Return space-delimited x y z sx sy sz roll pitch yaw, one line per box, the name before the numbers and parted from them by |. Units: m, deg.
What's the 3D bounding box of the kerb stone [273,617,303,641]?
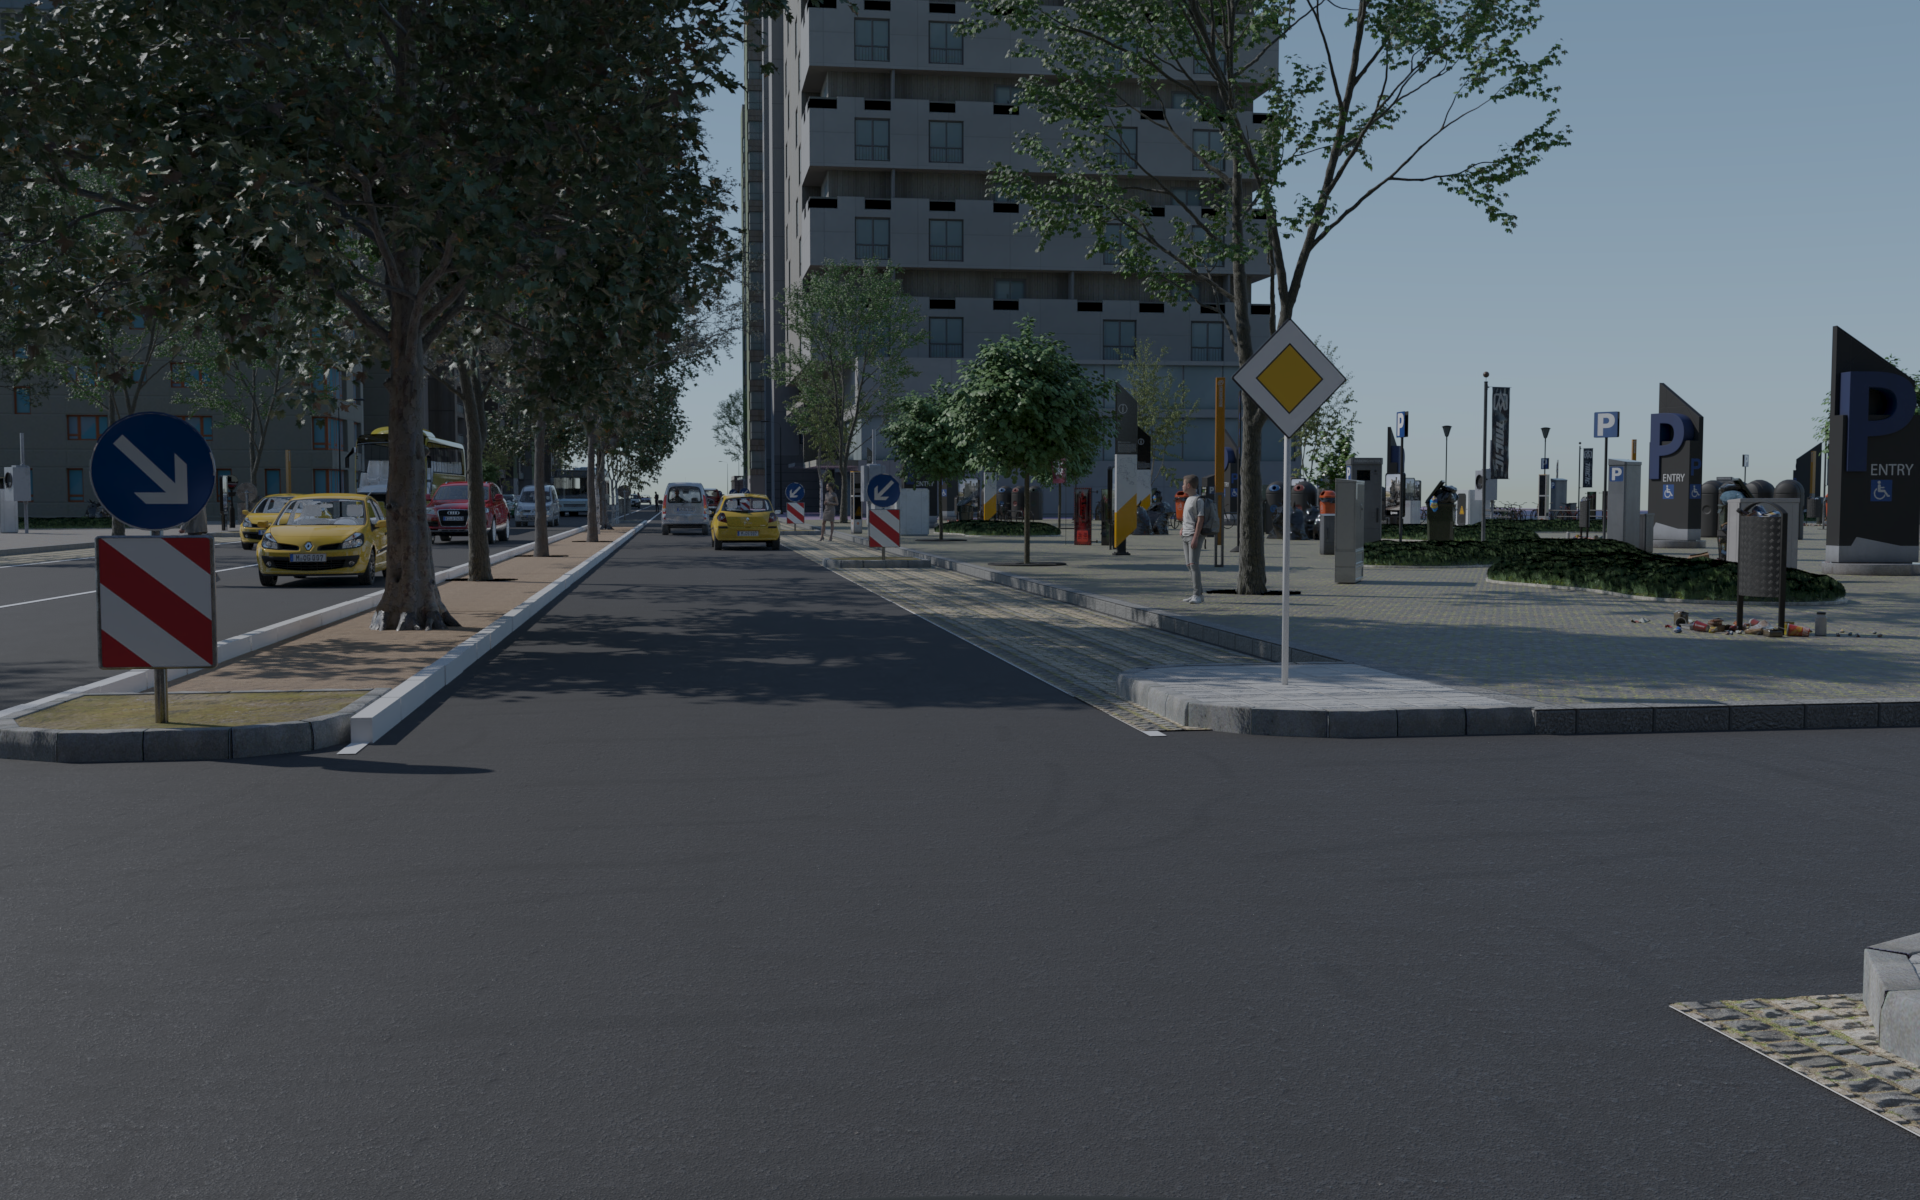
kerb stone | -6.717 0.306 17.189 0.120 0.150 1.000 -1 4 -9

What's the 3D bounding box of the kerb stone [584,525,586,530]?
kerb stone | -14.599 -2.727 66.791 0.120 0.150 1.000 -1 4 -9

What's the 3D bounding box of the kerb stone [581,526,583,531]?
kerb stone | -14.281 -2.602 64.757 0.120 0.150 1.000 -1 4 -9

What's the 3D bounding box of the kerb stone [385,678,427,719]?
kerb stone | -3.673 0.658 11.439 0.120 0.150 1.000 -1 4 -9

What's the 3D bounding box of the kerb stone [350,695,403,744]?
kerb stone | -3.511 0.720 10.430 0.120 0.150 1.000 -1 4 -9

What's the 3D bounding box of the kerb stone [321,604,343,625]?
kerb stone | -7.033 0.183 19.209 0.120 0.150 1.000 -1 4 -9

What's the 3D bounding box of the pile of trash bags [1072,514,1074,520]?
pile of trash bags | 7.089 -4.554 84.217 3.447 1.369 1.912 2 4 30

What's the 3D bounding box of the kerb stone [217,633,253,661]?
kerb stone | -6.397 0.430 15.160 0.120 0.150 1.000 -1 4 -9

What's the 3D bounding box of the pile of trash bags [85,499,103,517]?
pile of trash bags | -36.999 -4.118 77.088 3.447 1.369 1.912 -3 5 -40

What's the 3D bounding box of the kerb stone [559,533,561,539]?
kerb stone | -12.515 -1.922 53.625 0.120 0.150 1.000 -1 4 -9

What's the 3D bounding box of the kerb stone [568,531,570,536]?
kerb stone | -13.163 -2.170 57.679 0.120 0.150 1.000 -1 4 -9

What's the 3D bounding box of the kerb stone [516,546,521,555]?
kerb stone | -10.421 -1.115 40.466 0.120 0.150 1.000 -1 4 -9

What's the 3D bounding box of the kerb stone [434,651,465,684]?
kerb stone | -3.991 0.536 13.464 0.120 0.150 1.000 -1 4 -9

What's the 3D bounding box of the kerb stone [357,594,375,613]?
kerb stone | -7.356 0.064 21.238 0.120 0.150 1.000 -1 4 -9

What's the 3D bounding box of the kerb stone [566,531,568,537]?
kerb stone | -12.997 -2.107 56.663 0.120 0.150 1.000 -1 4 -9

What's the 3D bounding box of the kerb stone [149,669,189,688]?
kerb stone | -6.070 0.557 13.131 0.120 0.150 1.000 -1 4 -9

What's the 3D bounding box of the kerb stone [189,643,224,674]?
kerb stone | -6.228 0.493 14.142 0.120 0.150 1.000 -1 4 -9

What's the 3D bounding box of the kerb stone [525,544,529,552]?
kerb stone | -10.738 -1.241 42.485 0.120 0.150 1.000 -1 4 -9

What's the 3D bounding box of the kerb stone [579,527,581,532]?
kerb stone | -14.123 -2.541 63.747 0.120 0.150 1.000 -1 4 -9

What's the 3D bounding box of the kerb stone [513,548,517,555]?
kerb stone | -10.254 -1.056 39.457 0.120 0.150 1.000 -1 4 -9

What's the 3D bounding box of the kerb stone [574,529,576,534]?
kerb stone | -13.643 -2.350 60.713 0.120 0.150 1.000 -1 4 -9

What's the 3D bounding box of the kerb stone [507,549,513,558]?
kerb stone | -10.102 -0.994 38.447 0.120 0.150 1.000 -1 4 -9

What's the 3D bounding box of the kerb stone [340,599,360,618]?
kerb stone | -7.194 0.121 20.219 0.120 0.150 1.000 -1 4 -9

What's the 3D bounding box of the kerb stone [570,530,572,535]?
kerb stone | -13.316 -2.232 58.689 0.120 0.150 1.000 -1 4 -9

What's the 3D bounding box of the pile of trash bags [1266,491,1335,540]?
pile of trash bags | 9.858 -2.360 48.345 1.912 1.369 3.447 0 4 -6

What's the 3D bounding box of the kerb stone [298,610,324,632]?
kerb stone | -6.877 0.244 18.199 0.120 0.150 1.000 -1 4 -9

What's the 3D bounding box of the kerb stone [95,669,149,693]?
kerb stone | -5.908 0.626 12.115 0.120 0.150 1.000 -1 4 -9

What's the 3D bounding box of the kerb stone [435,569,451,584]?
kerb stone | -8.492 -0.374 28.317 0.120 0.150 1.000 -1 4 -9

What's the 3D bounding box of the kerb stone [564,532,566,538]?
kerb stone | -12.837 -2.046 55.649 0.120 0.150 1.000 -1 4 -9

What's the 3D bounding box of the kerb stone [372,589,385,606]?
kerb stone | -7.512 -0.004 22.254 0.120 0.150 1.000 -1 4 -9

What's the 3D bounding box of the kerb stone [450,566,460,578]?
kerb stone | -8.643 -0.431 29.328 0.120 0.150 1.000 -1 4 -9

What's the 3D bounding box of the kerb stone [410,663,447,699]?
kerb stone | -3.837 0.596 12.453 0.120 0.150 1.000 -1 4 -9

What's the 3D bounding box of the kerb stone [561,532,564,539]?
kerb stone | -12.679 -1.984 54.640 0.120 0.150 1.000 -1 4 -9

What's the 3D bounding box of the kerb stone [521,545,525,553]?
kerb stone | -10.574 -1.179 41.476 0.120 0.150 1.000 -1 4 -9

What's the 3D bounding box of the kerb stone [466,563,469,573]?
kerb stone | -8.971 -0.557 31.351 0.120 0.150 1.000 -1 4 -9

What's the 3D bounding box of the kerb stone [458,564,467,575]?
kerb stone | -8.811 -0.498 30.341 0.120 0.150 1.000 -1 4 -9

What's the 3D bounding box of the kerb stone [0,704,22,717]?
kerb stone | -5.588 0.740 10.093 0.120 0.150 1.000 -1 4 -9

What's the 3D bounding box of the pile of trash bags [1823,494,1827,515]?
pile of trash bags | 26.535 -2.805 55.621 3.447 1.369 1.912 2 4 34

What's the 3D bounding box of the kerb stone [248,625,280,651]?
kerb stone | -6.555 0.368 16.180 0.120 0.150 1.000 -1 4 -9

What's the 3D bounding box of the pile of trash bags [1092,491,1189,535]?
pile of trash bags | 6.020 -2.730 54.382 1.912 1.369 3.447 -3 5 -40

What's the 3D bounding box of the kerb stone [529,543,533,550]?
kerb stone | -10.902 -1.303 43.495 0.120 0.150 1.000 -1 4 -9

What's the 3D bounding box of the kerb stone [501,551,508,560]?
kerb stone | -9.937 -0.929 37.433 0.120 0.150 1.000 -1 4 -9

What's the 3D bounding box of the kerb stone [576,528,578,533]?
kerb stone | -13.802 -2.416 61.722 0.120 0.150 1.000 -1 4 -9

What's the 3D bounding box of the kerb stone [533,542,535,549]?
kerb stone | -11.064 -1.364 44.504 0.120 0.150 1.000 -1 4 -9

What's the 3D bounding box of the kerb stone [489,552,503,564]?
kerb stone | -9.780 -0.864 36.423 0.120 0.150 1.000 -1 4 -9

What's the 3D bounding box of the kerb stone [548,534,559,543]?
kerb stone | -12.344 -1.858 52.612 0.120 0.150 1.000 -1 4 -9

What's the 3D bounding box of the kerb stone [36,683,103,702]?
kerb stone | -5.742 0.681 11.104 0.120 0.150 1.000 -1 4 -9

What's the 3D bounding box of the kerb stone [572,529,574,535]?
kerb stone | -13.484 -2.294 59.703 0.120 0.150 1.000 -1 4 -9
